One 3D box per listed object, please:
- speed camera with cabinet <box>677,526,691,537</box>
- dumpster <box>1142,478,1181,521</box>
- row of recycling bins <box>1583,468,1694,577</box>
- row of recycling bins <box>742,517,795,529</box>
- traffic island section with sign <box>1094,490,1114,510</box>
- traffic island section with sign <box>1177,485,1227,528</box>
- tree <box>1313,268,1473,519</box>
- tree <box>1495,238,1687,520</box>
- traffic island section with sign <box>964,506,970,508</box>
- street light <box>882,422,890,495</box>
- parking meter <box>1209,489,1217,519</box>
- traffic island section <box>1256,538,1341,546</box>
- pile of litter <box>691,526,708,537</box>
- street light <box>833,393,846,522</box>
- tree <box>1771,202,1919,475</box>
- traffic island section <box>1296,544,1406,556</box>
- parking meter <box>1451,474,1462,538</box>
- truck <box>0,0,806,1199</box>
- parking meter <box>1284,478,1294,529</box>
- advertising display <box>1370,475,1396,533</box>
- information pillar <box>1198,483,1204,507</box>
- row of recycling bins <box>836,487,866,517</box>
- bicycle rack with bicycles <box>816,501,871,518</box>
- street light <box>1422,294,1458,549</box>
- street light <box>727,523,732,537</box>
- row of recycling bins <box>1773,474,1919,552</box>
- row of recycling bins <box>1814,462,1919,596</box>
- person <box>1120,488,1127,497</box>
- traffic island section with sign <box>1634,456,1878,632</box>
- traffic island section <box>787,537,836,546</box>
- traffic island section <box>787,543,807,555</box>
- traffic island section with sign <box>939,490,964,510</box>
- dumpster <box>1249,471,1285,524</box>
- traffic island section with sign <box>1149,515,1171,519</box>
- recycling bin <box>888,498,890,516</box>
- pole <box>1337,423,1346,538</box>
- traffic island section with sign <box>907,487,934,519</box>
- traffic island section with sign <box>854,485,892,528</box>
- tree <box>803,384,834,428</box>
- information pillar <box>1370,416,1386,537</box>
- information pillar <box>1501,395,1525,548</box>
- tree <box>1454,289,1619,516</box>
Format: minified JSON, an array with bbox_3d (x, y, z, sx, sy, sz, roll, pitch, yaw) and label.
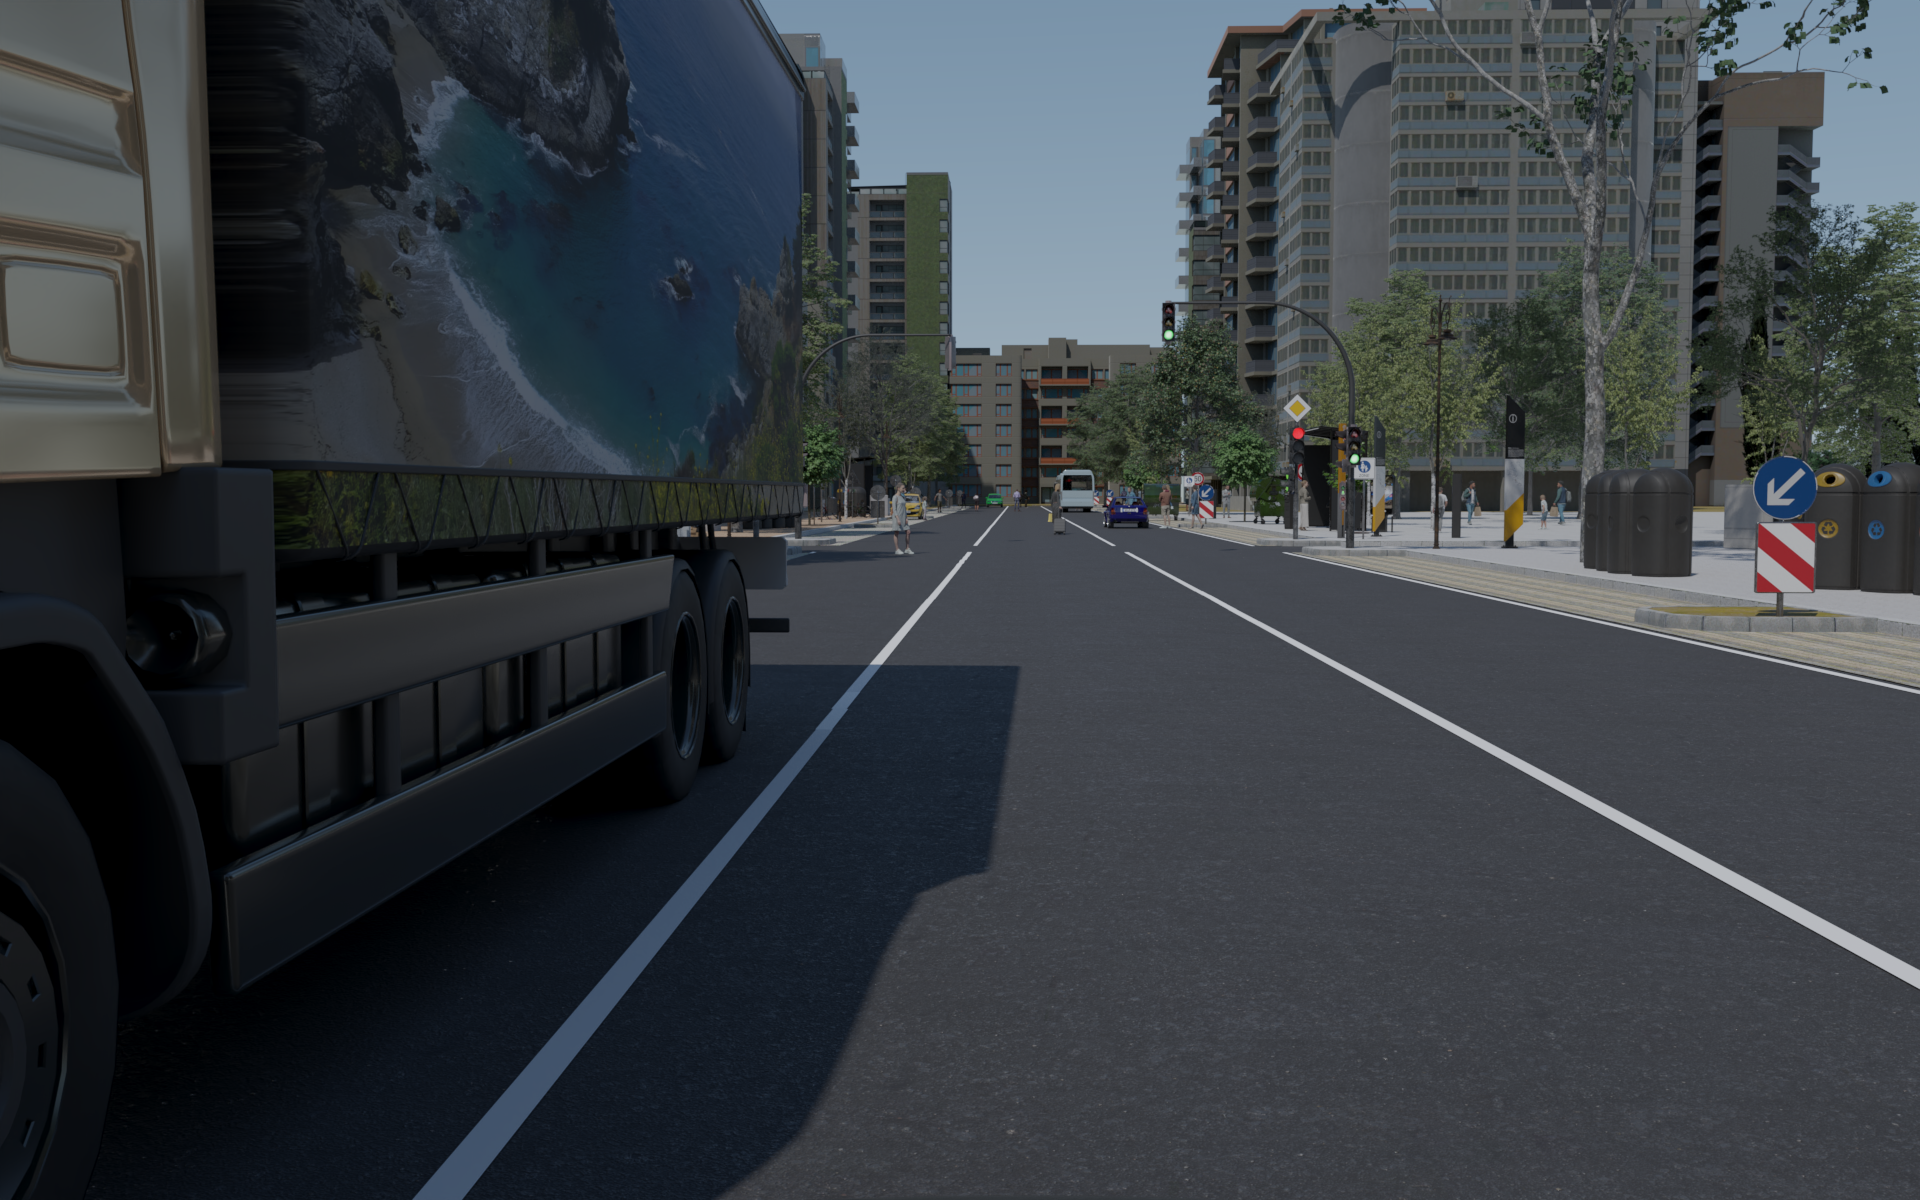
[{"bbox_3d":[-7.530,-2.886,41.519,2.038,3.252,0.660,-1,4,-19],"label":"speed camera with cabinet"},{"bbox_3d":[10.704,-5.337,92.208,1.985,2.255,1.502,0,4,1],"label":"dumpster"},{"bbox_3d":[11.018,-1.298,28.332,1.069,1.692,3.534,0,4,5],"label":"row of recycling bins"},{"bbox_3d":[-7.184,-3.512,64.527,1.069,1.692,3.534,1,4,23],"label":"row of recycling bins"},{"bbox_3d":[12.942,-8.709,151.019,1.989,1.847,2.006,0,4,2],"label":"traffic island section with sign"},{"bbox_3d":[10.357,-4.010,74.196,1.989,1.847,2.006,0,4,2],"label":"traffic island section with sign"},{"bbox_3d":[22.163,-10.325,86.942,7.486,12.596,7.792,0,3,0],"label":"tree"},{"bbox_3d":[31.655,-11.043,87.203,9.857,13.997,8.962,0,3,0],"label":"tree"},{"bbox_3d":[0.027,-10.365,178.095,1.989,1.847,2.006,0,4,2],"label":"traffic island section with sign"},{"bbox_3d":[-4.603,-8.336,109.083,0.468,5.910,1.993,0,4,2],"label":"street light"},{"bbox_3d":[13.095,-4.973,89.722,0.372,1.533,0.369,0,3,0],"label":"parking meter"},{"bbox_3d":[9.504,-1.631,48.955,2.009,0.180,2.903,0,4,2],"label":"traffic island section"},{"bbox_3d":[-7.895,-2.247,50.708,1.176,0.858,1.719,-1,4,-22],"label":"pile of litter"},{"bbox_3d":[-5.529,-6.534,79.612,0.468,5.910,1.993,0,4,2],"label":"street light"},{"bbox_3d":[35.882,-9.141,67.578,7.486,12.596,7.792,0,3,0],"label":"tree"},{"bbox_3d":[9.236,-1.143,40.974,2.009,0.180,2.903,0,4,2],"label":"traffic island section"},{"bbox_3d":[14.496,-2.743,50.560,0.255,1.863,0.399,1,4,15],"label":"parking meter"},{"bbox_3d":[-2.530,-1.046,6.016,2.839,4.237,11.283,0,4,3],"label":"truck"},{"bbox_3d":[12.037,-3.514,63.169,0.399,1.863,0.255,-3,5,-39],"label":"parking meter"},{"bbox_3d":[14.177,-3.235,58.113,0.123,1.923,0.974,-3,4,-36],"label":"advertising display"},{"bbox_3d":[16.307,-6.888,117.116,0.304,2.012,0.304,2,4,31],"label":"information pillar"},{"bbox_3d":[-6.218,-5.645,99.413,1.069,1.692,3.534,-1,4,-21],"label":"row of recycling bins"},{"bbox_3d":[-6.096,-5.007,95.242,2.925,0.926,2.852,2,4,29],"label":"bicycle rack with bicycles"},{"bbox_3d":[11.130,-4.129,40.294,0.468,5.910,1.993,0,4,2],"label":"street light"},{"bbox_3d":[-6.705,-4.732,50.149,0.468,5.910,1.993,0,4,2],"label":"street light"},{"bbox_3d":[20.700,-2.065,40.871,3.534,1.692,1.069,0,4,-3],"label":"row of recycling bins"},{"bbox_3d":[12.327,-0.922,22.186,1.069,1.692,3.534,-1,4,-18],"label":"row of recycling bins"},{"bbox_3d":[15.455,-9.618,163.170,0.709,1.838,0.599,0,4,0],"label":"person"},{"bbox_3d":[8.495,-0.621,18.789,1.989,1.847,2.006,0,4,2],"label":"traffic island section with sign"},{"bbox_3d":[-4.629,-1.661,49.433,2.009,0.180,2.903,0,4,2],"label":"traffic island section"},{"bbox_3d":[-4.898,-1.173,41.453,2.009,0.180,2.903,0,4,2],"label":"traffic island section"},{"bbox_3d":[-0.876,-8.715,151.124,1.989,1.847,2.006,0,4,2],"label":"traffic island section with sign"},{"bbox_3d":[13.203,-4.356,73.715,1.502,2.255,1.985,0,4,2],"label":"dumpster"},{"bbox_3d":[11.267,-5.658,101.136,1.989,1.847,2.006,0,4,2],"label":"traffic island section with sign"},{"bbox_3d":[-4.597,-5.518,102.780,0.722,1.027,0.722,1,4,20],"label":"recycling bin"},{"bbox_3d":[11.051,-3.442,50.123,0.158,3.312,0.155,0,3,0],"label":"pole"},{"bbox_3d":[-2.550,-5.674,101.401,1.989,1.847,2.006,0,4,2],"label":"traffic island section with sign"},{"bbox_3d":[-3.469,-4.001,74.038,1.989,1.847,2.006,0,4,2],"label":"traffic island section with sign"},{"bbox_3d":[-10.248,-9.933,112.762,4.737,8.622,4.395,0,3,0],"label":"tree"},{"bbox_3d":[12.580,-3.709,52.002,0.504,3.616,0.183,-3,5,-40],"label":"information pillar"},{"bbox_3d":[13.092,-3.032,40.928,0.504,3.616,0.183,-1,4,-16],"label":"information pillar"},{"bbox_3d":[34.022,-11.773,102.864,12.009,13.543,11.850,0,3,0],"label":"tree"}]
